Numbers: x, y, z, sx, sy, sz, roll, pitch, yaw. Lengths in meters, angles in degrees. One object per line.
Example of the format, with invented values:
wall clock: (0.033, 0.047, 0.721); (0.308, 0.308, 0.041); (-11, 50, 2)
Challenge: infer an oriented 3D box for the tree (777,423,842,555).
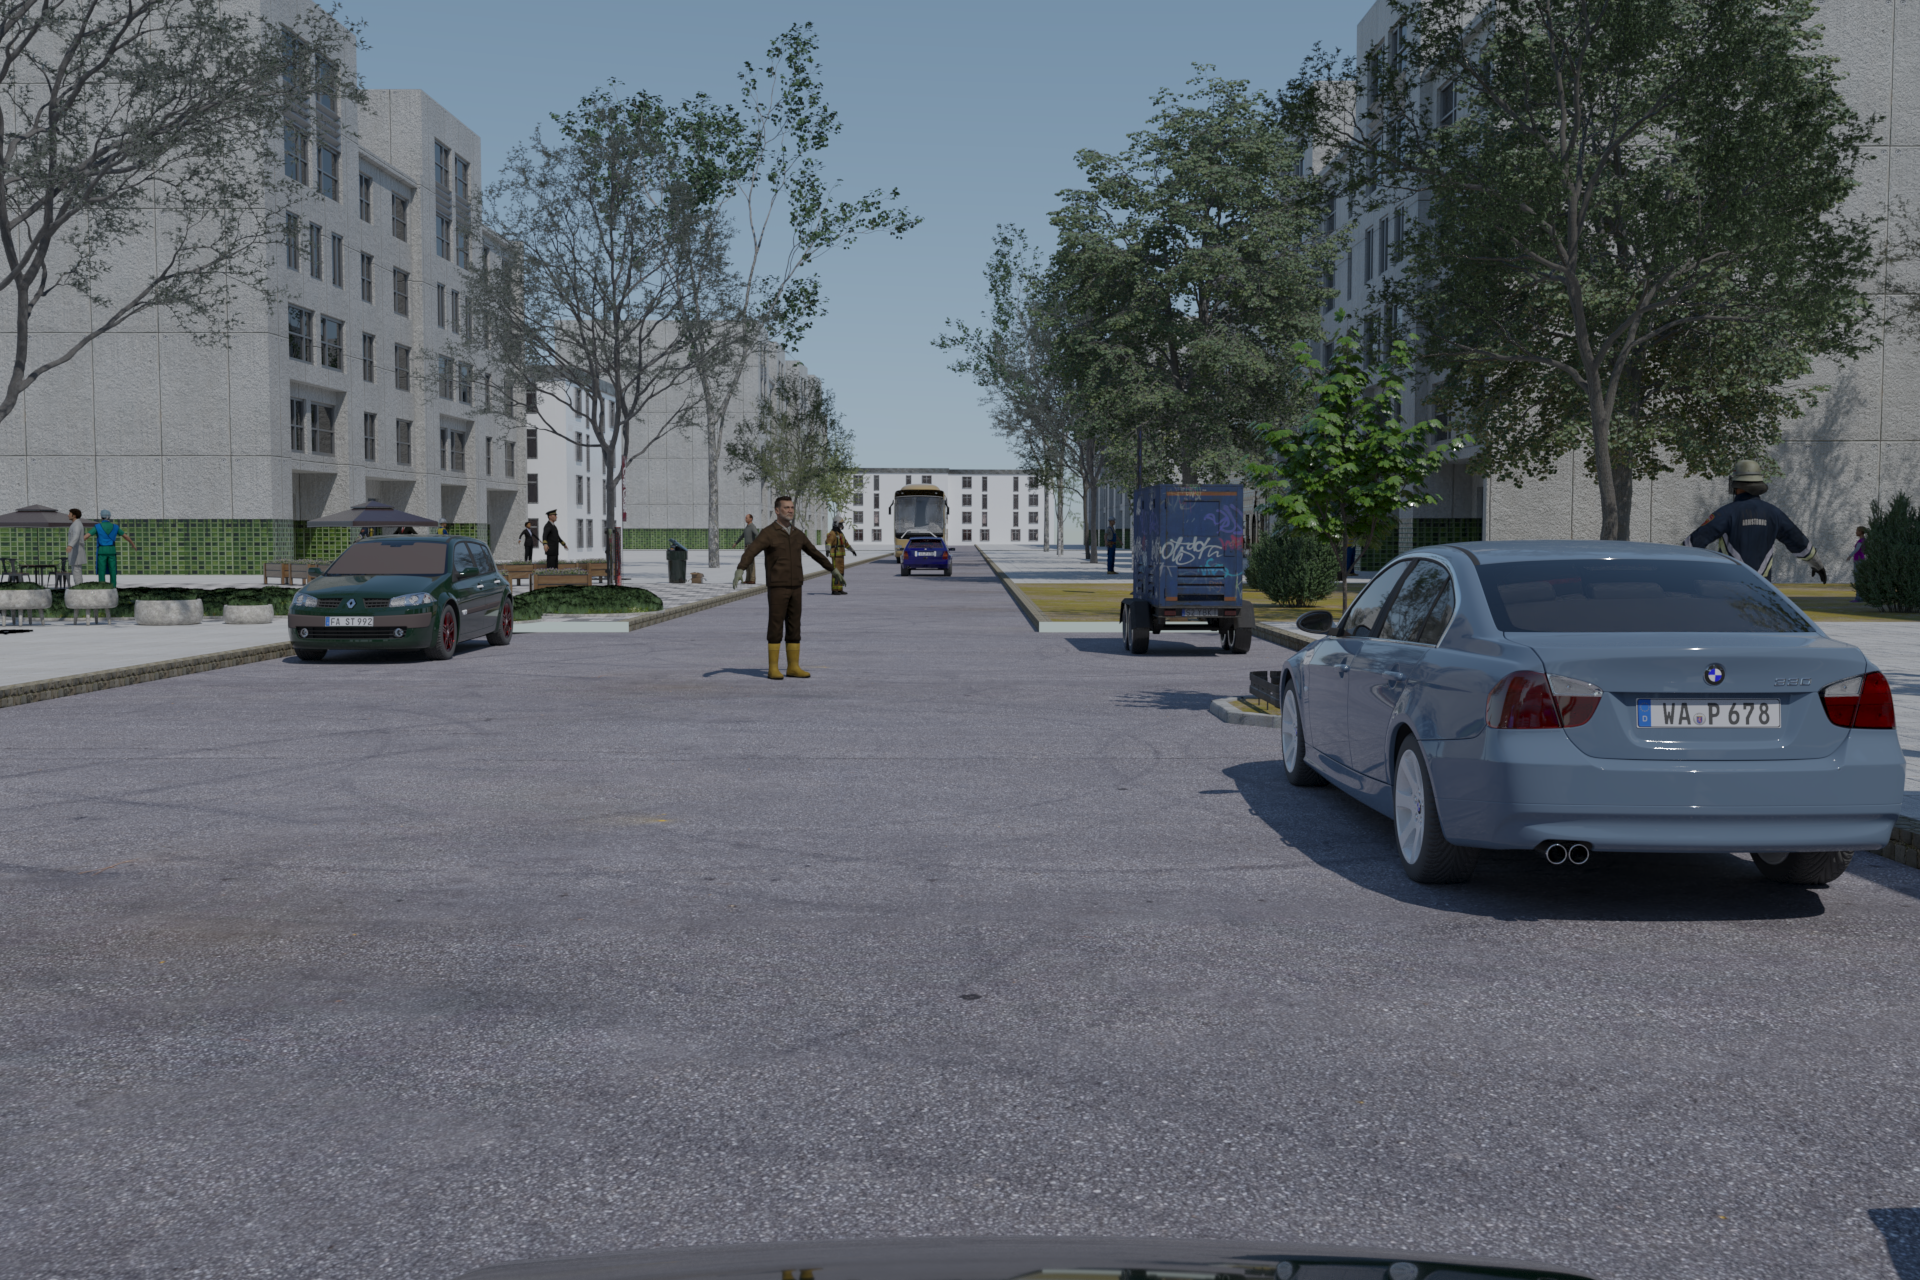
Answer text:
tree: (-9.557, -9.390, 103.892); (4.360, 8.622, 3.978); (0, 3, 0)

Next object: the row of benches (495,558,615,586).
row of benches: (-10.200, -1.735, 43.829); (1.422, 0.672, 4.104); (2, 4, 33)

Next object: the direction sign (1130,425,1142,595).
direction sign: (3.779, -2.723, 36.525); (0.379, 3.537, 0.876); (0, 4, 1)

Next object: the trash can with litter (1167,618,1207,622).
trash can with litter: (3.490, -0.859, 25.435); (1.055, 1.170, 0.624); (0, 4, -1)

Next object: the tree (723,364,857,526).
tree: (-9.430, -9.880, 95.947); (8.767, 10.594, 7.601); (1, 4, 12)

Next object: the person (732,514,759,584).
person: (-5.412, -2.330, 44.361); (0.705, 1.796, 1.348); (-3, 4, -36)

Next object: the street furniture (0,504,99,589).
street furniture: (-33.639, -1.835, 35.035); (27.439, 1.986, 14.083); (0, 4, 0)

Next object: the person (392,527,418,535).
person: (-15.828, -2.639, 49.340); (1.347, 1.806, 0.705); (1, 4, 17)

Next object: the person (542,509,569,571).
person: (-9.060, -1.997, 38.589); (0.705, 1.837, 1.347); (0, 4, 7)

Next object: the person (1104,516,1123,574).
person: (4.865, -3.024, 55.304); (0.705, 1.847, 1.347); (2, 4, 28)

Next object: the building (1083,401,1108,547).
building: (22.490, -19.349, 182.821); (16.747, 18.905, 31.486); (0, 4, 0)

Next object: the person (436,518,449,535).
person: (-15.849, -2.872, 53.415); (0.721, 1.772, 1.216); (-3, 5, -43)

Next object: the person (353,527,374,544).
person: (-20.070, -3.217, 58.381); (0.705, 1.856, 1.354); (0, 4, 5)

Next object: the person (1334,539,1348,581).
person: (10.269, -2.503, 47.055); (0.705, 1.813, 1.348); (3, 4, 38)

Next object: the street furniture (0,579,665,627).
street furniture: (-9.699, -0.673, 26.623); (10.072, 0.657, 5.734); (0, 4, -6)

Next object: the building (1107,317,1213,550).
building: (22.458, -17.306, 149.411); (16.747, 18.905, 31.486); (0, 3, 0)

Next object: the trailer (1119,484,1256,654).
trailer: (2.732, -0.898, 21.732); (1.471, 1.999, 3.904); (0, 4, -1)

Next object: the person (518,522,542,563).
person: (-15.877, -3.501, 63.955); (0.721, 1.740, 1.216); (2, 4, 29)

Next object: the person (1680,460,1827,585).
person: (6.013, -0.455, 13.311); (1.351, 1.845, 0.704); (0, 4, 1)

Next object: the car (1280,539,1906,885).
car: (2.723, 0.222, 8.377); (2.014, 1.417, 4.499); (0, 4, 1)

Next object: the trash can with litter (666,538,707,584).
trash can with litter: (-7.114, -2.061, 45.081); (1.055, 1.170, 0.624); (0, 4, 1)

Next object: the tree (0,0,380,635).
tree: (-12.560, -6.831, 22.055); (12.009, 13.543, 11.850); (0, 3, 0)

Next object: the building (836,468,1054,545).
building: (-1.859, -16.891, 220.775); (28.070, 9.664, 9.099); (0, 4, -5)

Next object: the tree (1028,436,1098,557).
tree: (5.599, -9.033, 98.049); (4.360, 8.622, 3.978); (0, 3, 0)

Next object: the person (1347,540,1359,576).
person: (12.004, -2.881, 53.072); (0.705, 1.833, 1.349); (3, 5, 42)

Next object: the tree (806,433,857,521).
tree: (-8.969, -10.495, 121.952); (4.737, 8.622, 4.395); (0, 3, 0)

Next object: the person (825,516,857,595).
person: (-2.847, -1.987, 40.706); (0.705, 1.858, 1.354); (2, 4, 26)

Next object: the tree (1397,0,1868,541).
tree: (13.900, -7.912, 36.009); (9.857, 13.997, 8.962); (0, 3, 0)

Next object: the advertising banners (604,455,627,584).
advertising banners: (-7.454, -2.537, 37.664); (0.090, 3.025, 2.074); (0, 4, 2)

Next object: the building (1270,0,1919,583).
building: (22.136, -11.877, 60.644); (16.747, 18.905, 31.486); (0, 3, 0)

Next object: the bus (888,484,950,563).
bus: (-1.929, -5.909, 88.163); (2.896, 3.916, 12.252); (0, 4, 0)

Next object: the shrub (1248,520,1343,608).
shrub: (5.916, -1.586, 30.352); (1.690, 2.028, 1.600); (0, 3, 0)

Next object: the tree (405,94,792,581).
tree: (-9.709, -8.426, 48.128); (12.009, 13.543, 11.850); (0, 3, 0)

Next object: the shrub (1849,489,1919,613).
shrub: (15.437, -1.463, 28.341); (1.690, 2.028, 1.600); (0, 3, 0)

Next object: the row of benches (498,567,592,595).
row of benches: (-8.628, -0.979, 31.474); (4.104, 0.672, 1.422); (-1, 4, -21)

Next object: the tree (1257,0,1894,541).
tree: (8.394, -5.389, 22.526); (8.767, 10.594, 7.601); (-1, 4, -22)

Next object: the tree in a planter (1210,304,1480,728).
tree in a planter: (3.012, -0.996, 13.512); (1.991, 3.239, 1.994); (0, 4, 0)

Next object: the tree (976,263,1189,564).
tree: (5.765, -10.071, 75.036); (12.009, 13.543, 11.850); (0, 3, 0)

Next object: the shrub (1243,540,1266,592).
shrub: (6.781, -1.679, 38.560); (1.383, 1.207, 1.383); (0, 3, 0)

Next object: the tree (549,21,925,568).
tree: (-8.183, -12.729, 64.001); (12.611, 20.169, 13.585); (0, 3, 0)

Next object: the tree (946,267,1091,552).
tree: (4.790, -16.450, 124.850); (12.611, 20.169, 13.585); (0, 3, 0)

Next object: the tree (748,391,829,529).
tree: (-9.241, -8.509, 89.477); (4.360, 8.622, 3.978); (0, 3, 0)

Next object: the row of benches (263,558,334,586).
row of benches: (-16.069, -1.681, 42.951); (4.104, 0.672, 1.422); (3, 5, 44)

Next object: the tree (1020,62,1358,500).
tree: (6.478, -8.697, 48.844); (9.857, 13.997, 8.962); (0, 3, 0)

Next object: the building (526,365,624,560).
building: (-23.964, -9.662, 100.128); (9.099, 9.664, 28.070); (0, 4, 0)

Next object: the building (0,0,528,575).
building: (-29.740, -12.404, 69.269); (16.747, 18.905, 31.486); (0, 4, 0)

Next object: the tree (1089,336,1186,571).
tree: (6.361, -6.755, 60.803); (4.737, 8.622, 4.395); (0, 3, 0)

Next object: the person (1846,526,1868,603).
person: (16.822, -1.422, 32.514); (0.599, 1.433, 0.991); (3, 5, 41)

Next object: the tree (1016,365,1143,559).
tree: (6.198, -9.390, 87.939); (7.601, 10.594, 8.767); (1, 4, 12)

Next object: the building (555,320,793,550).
building: (-25.159, -17.895, 159.036); (16.747, 18.905, 31.486); (0, 4, 0)

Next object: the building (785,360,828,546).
building: (-24.474, -19.928, 192.282); (16.747, 18.905, 31.486); (0, 4, 1)

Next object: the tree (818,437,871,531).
tree: (-9.030, -10.938, 129.190); (4.737, 8.622, 4.395); (0, 3, 0)

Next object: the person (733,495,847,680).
person: (-1.721, -0.524, 17.161); (1.346, 1.812, 0.704); (-3, 5, -41)

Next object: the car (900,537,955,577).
car: (-1.137, -2.890, 59.826); (1.945, 1.354, 3.894); (0, 4, 0)

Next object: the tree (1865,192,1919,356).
tree: (25.409, -7.817, 38.171); (12.009, 13.543, 11.850); (0, 3, 0)

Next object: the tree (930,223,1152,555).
tree: (4.990, -15.329, 106.519); (12.611, 20.169, 13.585); (0, 3, 0)

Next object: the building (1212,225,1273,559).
building: (24.404, -16.101, 94.178); (19.493, 23.208, 18.063); (0, 3, 0)

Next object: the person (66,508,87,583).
person: (-18.106, -1.788, 35.421); (0.705, 1.806, 1.347); (-2, 4, -24)

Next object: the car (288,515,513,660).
car: (-6.659, -0.680, 20.901); (2.009, 1.686, 4.222); (0, 3, 0)

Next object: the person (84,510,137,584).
person: (-18.637, -1.936, 37.786); (1.347, 1.817, 0.704); (-3, 5, -45)
